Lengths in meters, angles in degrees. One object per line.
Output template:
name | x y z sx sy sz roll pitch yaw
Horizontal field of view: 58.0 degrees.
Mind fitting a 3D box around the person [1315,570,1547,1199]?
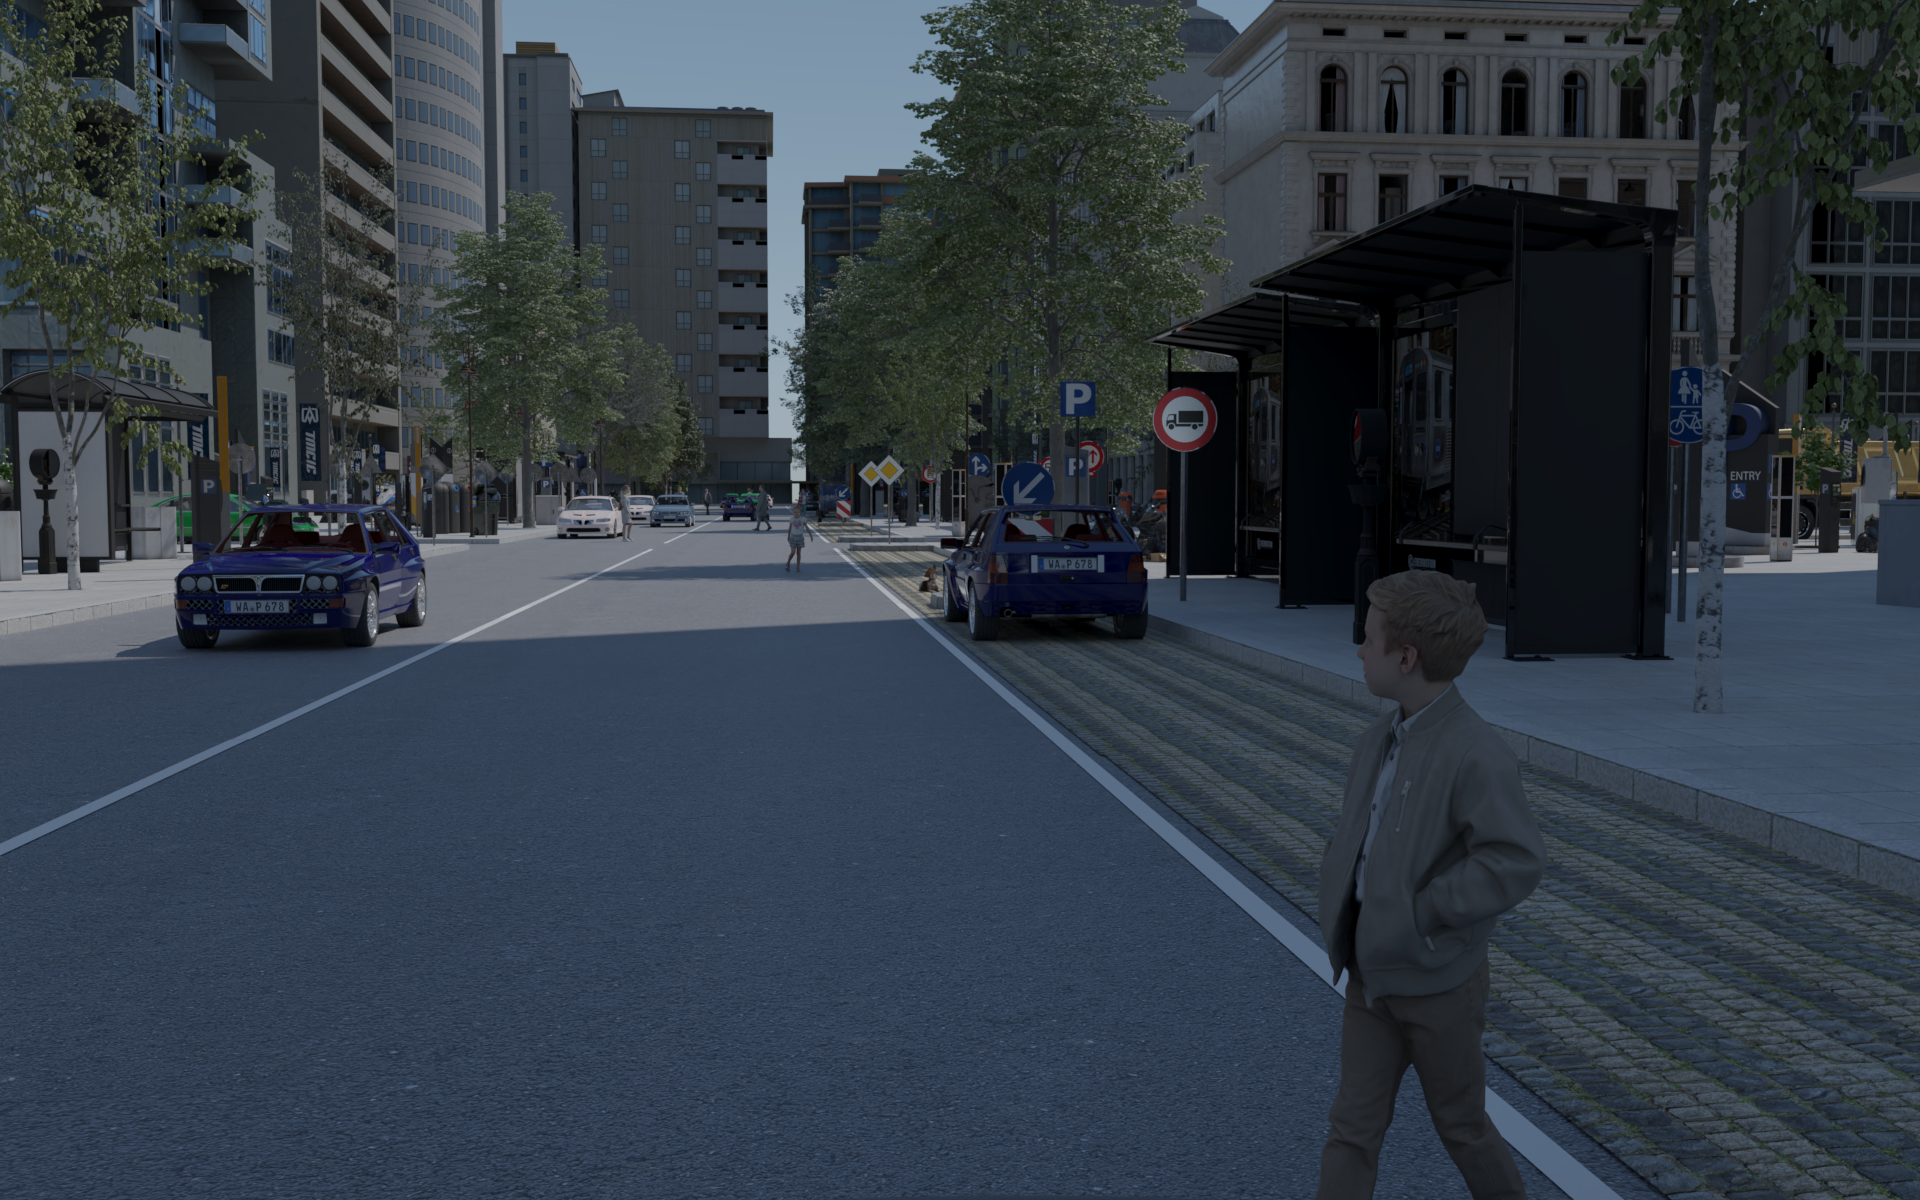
person | 0.800 0.599 2.975 0.640 1.303 0.475 -2 4 -35

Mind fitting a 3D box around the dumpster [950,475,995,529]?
dumpster | 0.408 -2.905 53.252 1.264 1.857 1.865 0 4 -6

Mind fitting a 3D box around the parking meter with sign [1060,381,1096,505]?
parking meter with sign | 1.866 -1.920 27.645 0.543 3.016 1.738 0 4 3

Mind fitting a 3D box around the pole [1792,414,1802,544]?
pole | 21.365 -3.085 44.278 0.158 3.312 0.155 0 3 0

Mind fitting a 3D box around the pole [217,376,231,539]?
pole | -12.793 -2.219 30.117 0.158 3.312 0.155 0 3 0

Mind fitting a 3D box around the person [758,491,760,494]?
person | -18.611 -9.274 160.794 0.551 1.740 0.621 3 5 42

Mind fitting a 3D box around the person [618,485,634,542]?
person | -10.055 -2.607 52.121 0.522 1.701 0.512 -1 4 -15

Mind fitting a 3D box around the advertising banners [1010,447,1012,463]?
advertising banners | 2.005 -4.168 64.342 0.090 3.025 2.074 0 4 -5

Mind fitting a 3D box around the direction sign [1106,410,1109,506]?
direction sign | 3.786 -3.206 44.423 0.379 3.537 0.876 0 4 8

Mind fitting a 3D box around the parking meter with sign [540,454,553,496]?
parking meter with sign | -17.944 -4.818 75.039 0.543 3.016 1.738 -1 4 -10

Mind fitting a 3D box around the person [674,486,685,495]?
person | -14.026 -4.765 86.514 0.694 1.812 0.767 -1 4 -23

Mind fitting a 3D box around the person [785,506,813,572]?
person | -2.959 -1.122 31.856 0.505 1.210 0.382 0 4 -7

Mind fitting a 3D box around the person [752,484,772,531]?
person | -7.752 -3.617 67.735 0.767 1.812 0.694 1 4 8

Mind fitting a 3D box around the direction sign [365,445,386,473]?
direction sign | -26.870 -5.364 79.704 0.876 3.537 0.379 -1 4 -20

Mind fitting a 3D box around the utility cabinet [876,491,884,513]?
utility cabinet | -5.793 -6.698 118.193 1.173 1.500 0.318 0 4 1

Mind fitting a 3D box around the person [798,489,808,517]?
person | -8.232 -4.970 90.602 0.563 1.720 0.643 -3 4 -36

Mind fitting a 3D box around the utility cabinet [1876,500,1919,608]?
utility cabinet | 10.916 -0.521 19.677 0.306 1.237 1.020 -1 4 -13

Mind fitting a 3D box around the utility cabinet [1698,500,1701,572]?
utility cabinet | 12.153 -1.033 28.059 0.306 1.237 1.020 2 4 26

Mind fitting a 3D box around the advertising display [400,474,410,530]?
advertising display | -17.833 -3.086 55.673 0.123 1.923 0.974 -2 4 -26

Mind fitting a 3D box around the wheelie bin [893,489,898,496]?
wheelie bin | -4.369 -6.602 115.846 0.693 1.594 0.980 0 4 6

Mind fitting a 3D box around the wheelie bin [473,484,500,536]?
wheelie bin | -14.682 -2.803 53.744 0.693 1.594 0.980 2 4 34

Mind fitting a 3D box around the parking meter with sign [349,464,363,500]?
parking meter with sign | -34.943 -6.384 100.634 0.543 3.016 1.738 -3 5 -42

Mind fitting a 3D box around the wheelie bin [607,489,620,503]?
wheelie bin | -22.292 -6.345 111.648 0.693 1.594 0.980 1 4 13

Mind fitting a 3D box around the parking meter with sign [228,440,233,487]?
parking meter with sign | -24.382 -3.642 55.800 1.738 3.016 0.543 -3 5 -44

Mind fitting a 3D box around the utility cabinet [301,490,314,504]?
utility cabinet | -37.802 -5.606 100.336 0.318 1.500 1.173 0 4 -2

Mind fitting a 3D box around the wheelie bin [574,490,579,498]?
wheelie bin | -26.300 -6.877 120.340 0.980 1.594 0.693 -2 4 -29

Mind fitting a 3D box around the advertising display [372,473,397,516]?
advertising display | -17.494 -2.902 52.665 0.123 1.923 0.974 1 4 20

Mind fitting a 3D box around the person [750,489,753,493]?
person | -14.186 -6.678 118.025 0.374 1.781 0.599 1 4 13

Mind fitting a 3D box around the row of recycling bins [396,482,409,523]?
row of recycling bins | -20.328 -3.365 62.130 1.069 1.692 3.534 -2 4 -26

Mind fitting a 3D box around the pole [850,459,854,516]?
pole | -6.345 -6.615 101.994 0.158 3.312 0.155 0 3 0

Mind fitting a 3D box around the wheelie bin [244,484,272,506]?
wheelie bin | -21.664 -2.787 53.480 0.980 1.594 0.693 1 4 16

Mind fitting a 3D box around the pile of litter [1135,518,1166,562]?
pile of litter | 3.966 -1.161 32.952 1.719 0.858 1.176 1 4 18

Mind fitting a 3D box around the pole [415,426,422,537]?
pole | -16.236 -3.552 51.919 0.158 3.312 0.155 0 3 0

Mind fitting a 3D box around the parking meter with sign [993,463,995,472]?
parking meter with sign | 2.736 -6.100 95.988 1.738 3.016 0.543 -1 4 -17

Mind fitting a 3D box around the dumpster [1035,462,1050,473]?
dumpster | 2.503 -3.108 53.314 1.502 2.255 1.985 0 4 -6

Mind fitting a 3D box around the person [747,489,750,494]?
person | -13.675 -6.341 112.408 0.478 1.798 0.641 1 4 11

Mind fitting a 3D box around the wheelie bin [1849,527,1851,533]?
wheelie bin | 29.538 -2.995 56.872 0.980 1.594 0.693 -3 5 -44

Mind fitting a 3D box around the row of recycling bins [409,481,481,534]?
row of recycling bins | -16.623 -3.043 56.860 1.069 1.692 3.534 1 4 11

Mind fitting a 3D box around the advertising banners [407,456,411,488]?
advertising banners | -25.636 -5.061 78.940 2.074 3.025 0.090 1 4 13

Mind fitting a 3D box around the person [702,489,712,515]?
person | -17.003 -6.562 116.190 0.661 1.777 0.834 1 4 17

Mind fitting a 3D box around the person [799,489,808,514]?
person | -11.352 -7.158 125.553 0.660 1.820 0.620 -1 4 -13

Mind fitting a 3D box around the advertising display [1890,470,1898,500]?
advertising display | 24.772 -2.514 46.325 0.974 1.923 0.123 -3 4 -36

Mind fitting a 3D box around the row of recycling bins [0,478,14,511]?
row of recycling bins | -22.175 -2.052 40.661 3.534 1.692 1.069 0 4 -5

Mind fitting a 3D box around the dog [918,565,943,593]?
dog | -0.372 -0.313 25.318 0.550 0.427 0.748 2 4 25

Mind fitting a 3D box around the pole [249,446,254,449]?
pole | -30.300 -4.912 74.152 0.158 3.312 0.155 0 3 0

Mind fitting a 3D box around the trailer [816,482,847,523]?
trailer | -6.457 -4.851 86.360 1.471 1.999 3.904 0 4 -8

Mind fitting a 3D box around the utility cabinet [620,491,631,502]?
utility cabinet | -20.959 -6.104 108.485 0.318 1.500 1.173 0 4 6

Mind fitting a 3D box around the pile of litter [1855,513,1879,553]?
pile of litter | 20.358 -1.471 38.021 1.719 0.858 1.176 -2 4 -29

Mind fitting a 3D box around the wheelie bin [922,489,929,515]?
wheelie bin | -1.981 -6.114 107.876 0.693 1.594 0.980 -2 4 -27

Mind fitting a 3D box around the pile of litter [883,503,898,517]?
pile of litter | -3.626 -4.933 94.620 1.176 0.858 1.719 0 4 -2

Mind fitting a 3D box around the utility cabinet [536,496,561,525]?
utility cabinet | -16.948 -3.680 71.335 1.020 1.237 0.306 -1 4 -14
